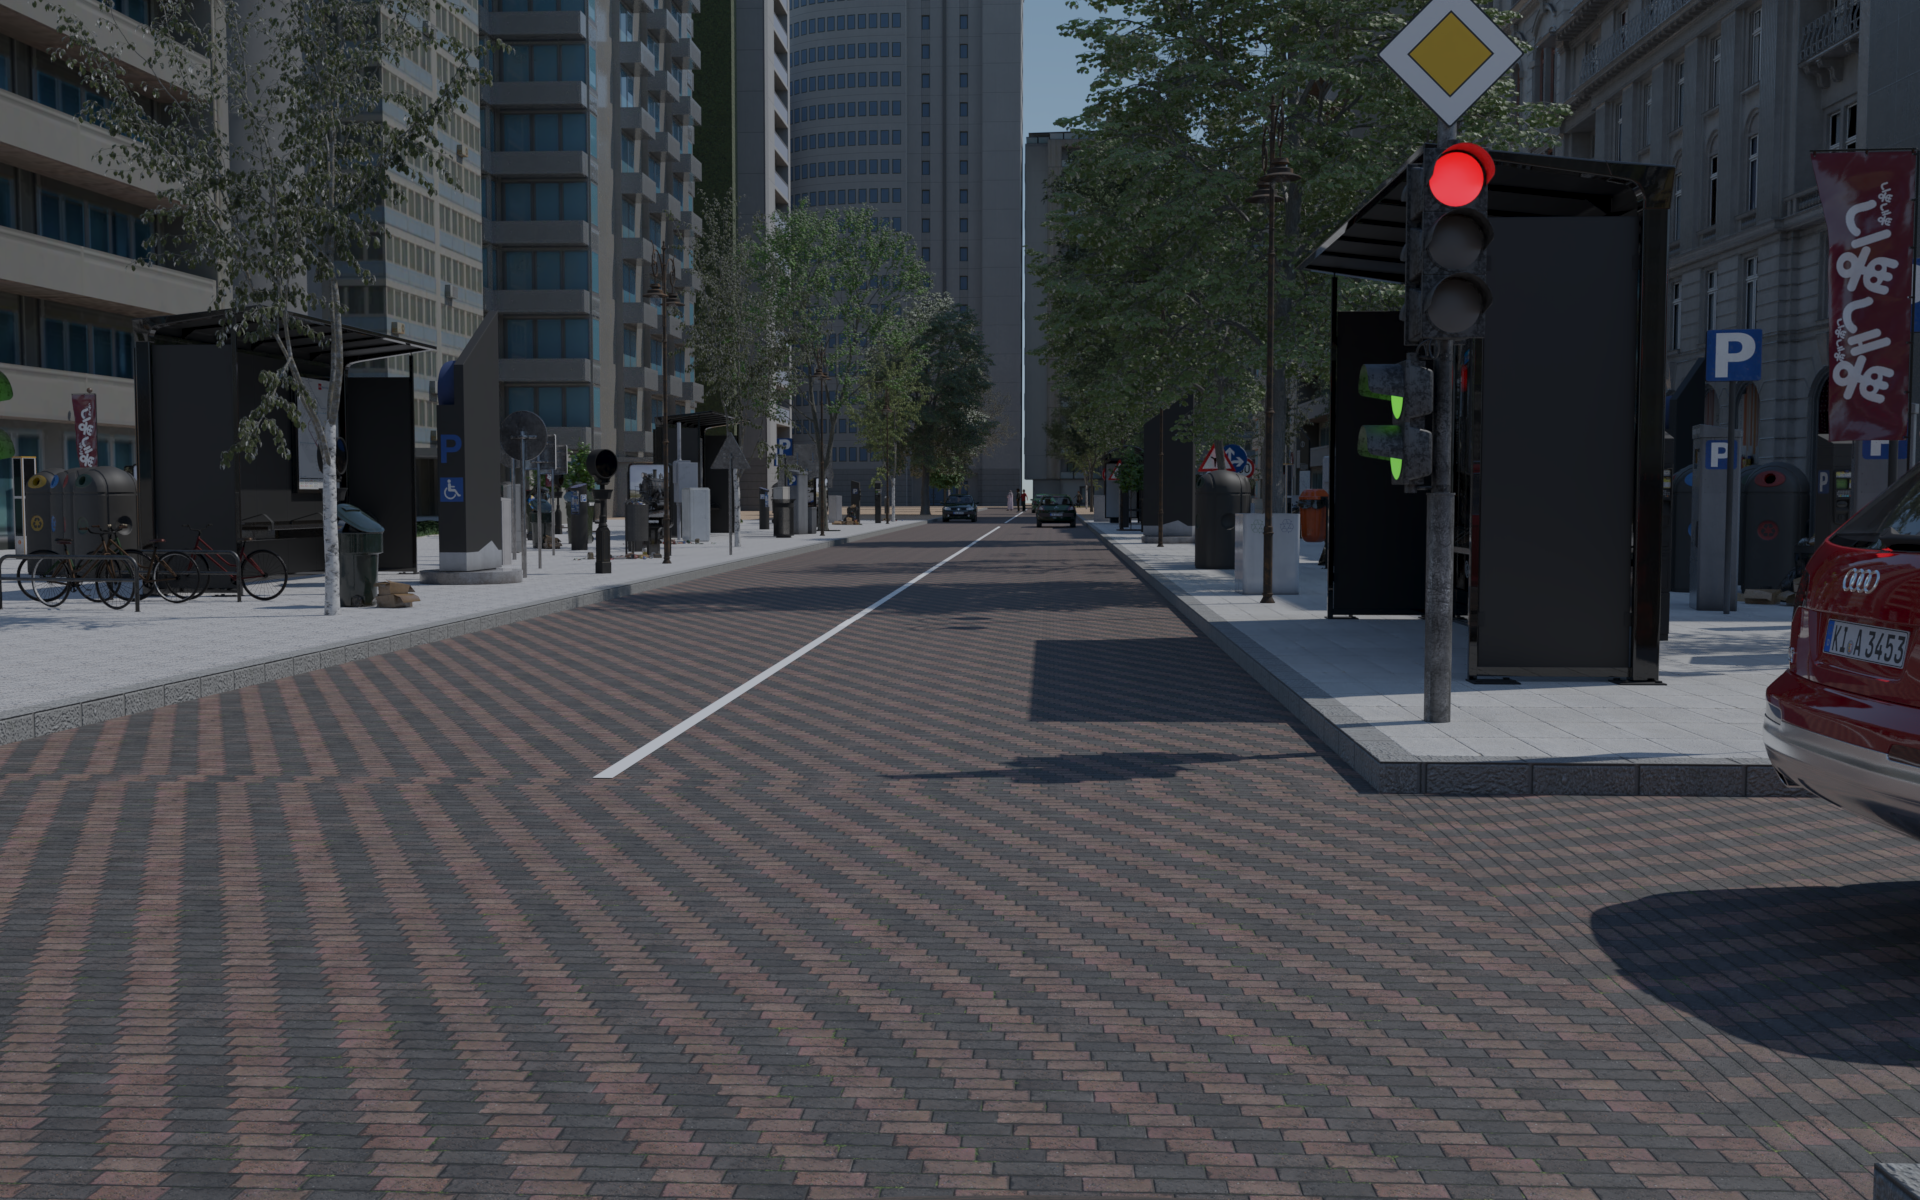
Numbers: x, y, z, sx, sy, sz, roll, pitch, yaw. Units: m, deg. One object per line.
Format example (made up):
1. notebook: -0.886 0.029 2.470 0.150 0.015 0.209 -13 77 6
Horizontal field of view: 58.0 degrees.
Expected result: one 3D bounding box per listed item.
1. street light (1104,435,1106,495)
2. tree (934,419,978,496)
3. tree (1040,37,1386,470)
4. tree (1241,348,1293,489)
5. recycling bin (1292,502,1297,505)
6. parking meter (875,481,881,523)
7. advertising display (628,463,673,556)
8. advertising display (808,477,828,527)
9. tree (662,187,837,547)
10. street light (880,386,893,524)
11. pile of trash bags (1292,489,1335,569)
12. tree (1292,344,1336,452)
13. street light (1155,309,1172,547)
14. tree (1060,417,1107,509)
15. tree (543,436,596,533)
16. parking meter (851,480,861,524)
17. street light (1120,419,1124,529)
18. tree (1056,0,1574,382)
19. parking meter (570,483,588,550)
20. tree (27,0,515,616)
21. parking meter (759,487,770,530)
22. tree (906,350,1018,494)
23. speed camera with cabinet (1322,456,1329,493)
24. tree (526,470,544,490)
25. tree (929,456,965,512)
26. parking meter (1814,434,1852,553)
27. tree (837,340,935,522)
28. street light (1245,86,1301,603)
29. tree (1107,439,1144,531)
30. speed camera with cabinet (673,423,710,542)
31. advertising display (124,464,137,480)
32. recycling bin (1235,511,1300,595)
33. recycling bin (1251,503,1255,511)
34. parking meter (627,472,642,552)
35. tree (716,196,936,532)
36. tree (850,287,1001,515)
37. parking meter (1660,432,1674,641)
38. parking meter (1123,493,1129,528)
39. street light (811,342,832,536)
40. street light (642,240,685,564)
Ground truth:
1. street light: 7.052 -6.822 84.327 0.468 5.910 1.993 0 4 3
2. tree: -0.662 -11.057 131.138 4.360 8.622 3.978 0 3 0
3. tree: 5.151 -6.180 35.462 7.601 10.594 8.767 1 4 14
4. tree: 14.895 -8.029 81.637 4.360 8.622 3.978 0 3 0
5. recycling bin: 10.345 -2.560 54.403 0.722 1.027 0.722 3 5 44
6. parking meter: -3.593 -4.295 75.941 0.255 1.863 0.399 0 4 3
7. advertising display: -6.427 -1.883 35.999 0.974 1.923 0.123 1 4 16
8. advertising display: -5.693 -3.785 67.106 0.974 1.923 0.123 0 4 1
9. tree: -5.313 -5.590 41.763 4.360 8.622 3.978 0 3 0
10. street light: -3.108 -6.195 74.077 0.468 5.910 1.993 0 4 3
11. pile of trash bags: 7.186 -1.287 30.796 3.447 1.369 1.912 -3 5 -41
12. tree: 16.971 -7.594 74.529 4.360 8.622 3.978 0 3 0
13. street light: 4.855 -4.220 41.778 0.468 5.910 1.993 0 4 3
14. tree: 10.633 -11.998 146.524 4.737 8.622 4.395 0 3 0
15. tree: -12.640 -3.873 57.918 1.663 3.219 1.824 0 3 0
16. parking meter: -4.399 -4.131 73.259 0.399 1.863 0.255 0 4 6
17. street light: 5.914 -5.528 63.169 0.468 5.910 1.993 0 4 3
18. tree: 5.123 -6.579 25.688 7.486 12.596 7.792 0 3 0
19. parking meter: -8.705 -1.907 39.584 0.372 1.533 0.369 0 3 0
20. tree: -6.885 -4.140 18.053 4.360 8.622 3.978 0 3 0
21. parking meter: -7.079 -3.316 62.633 0.372 1.533 0.369 0 3 0
22. tree: 0.026 -14.474 147.022 12.009 13.543 11.850 0 3 0
23. speed camera with cabinet: 9.361 -2.890 41.587 0.660 3.252 2.038 -1 4 -11
24. tree: -15.337 -4.288 64.709 1.663 3.219 1.824 0 3 0
25. tree: -1.116 -8.645 125.063 4.285 4.588 4.351 0 3 0
26. parking meter: 8.466 -0.674 16.736 0.255 1.863 0.399 0 4 1
27. tree: -3.314 -7.931 80.036 4.737 8.622 4.395 0 3 0
28. street light: 3.621 -2.901 20.218 0.468 5.910 1.993 0 4 3
29. tree: 5.986 -4.023 60.373 1.663 3.219 1.824 0 3 0
30. speed camera with cabinet: -7.354 -3.248 47.442 0.660 3.252 2.038 -1 4 -21
31. advertising display: -18.484 -2.062 38.926 0.974 1.923 0.123 3 5 39
32. recycling bin: 3.962 -0.600 22.369 0.722 1.027 0.722 0 4 0
33. recycling bin: 7.918 -2.256 49.433 0.722 1.027 0.722 -2 4 -29
34. parking meter: -7.220 -2.007 38.520 0.255 1.863 0.399 -2 4 -35
35. tree: -4.650 -8.184 59.565 9.928 11.665 9.643 0 3 0
36. tree: -2.100 -12.277 107.382 9.857 13.997 8.962 0 3 0
37. parking meter: 6.077 -0.582 15.233 0.255 1.863 0.399 0 4 5
38. parking meter: 6.349 -3.715 66.449 0.255 1.863 0.399 1 4 9
39. street light: -4.218 -4.901 52.918 0.468 5.910 1.993 0 4 3
40. street light: -5.406 -3.607 31.762 0.468 5.910 1.993 0 4 3
